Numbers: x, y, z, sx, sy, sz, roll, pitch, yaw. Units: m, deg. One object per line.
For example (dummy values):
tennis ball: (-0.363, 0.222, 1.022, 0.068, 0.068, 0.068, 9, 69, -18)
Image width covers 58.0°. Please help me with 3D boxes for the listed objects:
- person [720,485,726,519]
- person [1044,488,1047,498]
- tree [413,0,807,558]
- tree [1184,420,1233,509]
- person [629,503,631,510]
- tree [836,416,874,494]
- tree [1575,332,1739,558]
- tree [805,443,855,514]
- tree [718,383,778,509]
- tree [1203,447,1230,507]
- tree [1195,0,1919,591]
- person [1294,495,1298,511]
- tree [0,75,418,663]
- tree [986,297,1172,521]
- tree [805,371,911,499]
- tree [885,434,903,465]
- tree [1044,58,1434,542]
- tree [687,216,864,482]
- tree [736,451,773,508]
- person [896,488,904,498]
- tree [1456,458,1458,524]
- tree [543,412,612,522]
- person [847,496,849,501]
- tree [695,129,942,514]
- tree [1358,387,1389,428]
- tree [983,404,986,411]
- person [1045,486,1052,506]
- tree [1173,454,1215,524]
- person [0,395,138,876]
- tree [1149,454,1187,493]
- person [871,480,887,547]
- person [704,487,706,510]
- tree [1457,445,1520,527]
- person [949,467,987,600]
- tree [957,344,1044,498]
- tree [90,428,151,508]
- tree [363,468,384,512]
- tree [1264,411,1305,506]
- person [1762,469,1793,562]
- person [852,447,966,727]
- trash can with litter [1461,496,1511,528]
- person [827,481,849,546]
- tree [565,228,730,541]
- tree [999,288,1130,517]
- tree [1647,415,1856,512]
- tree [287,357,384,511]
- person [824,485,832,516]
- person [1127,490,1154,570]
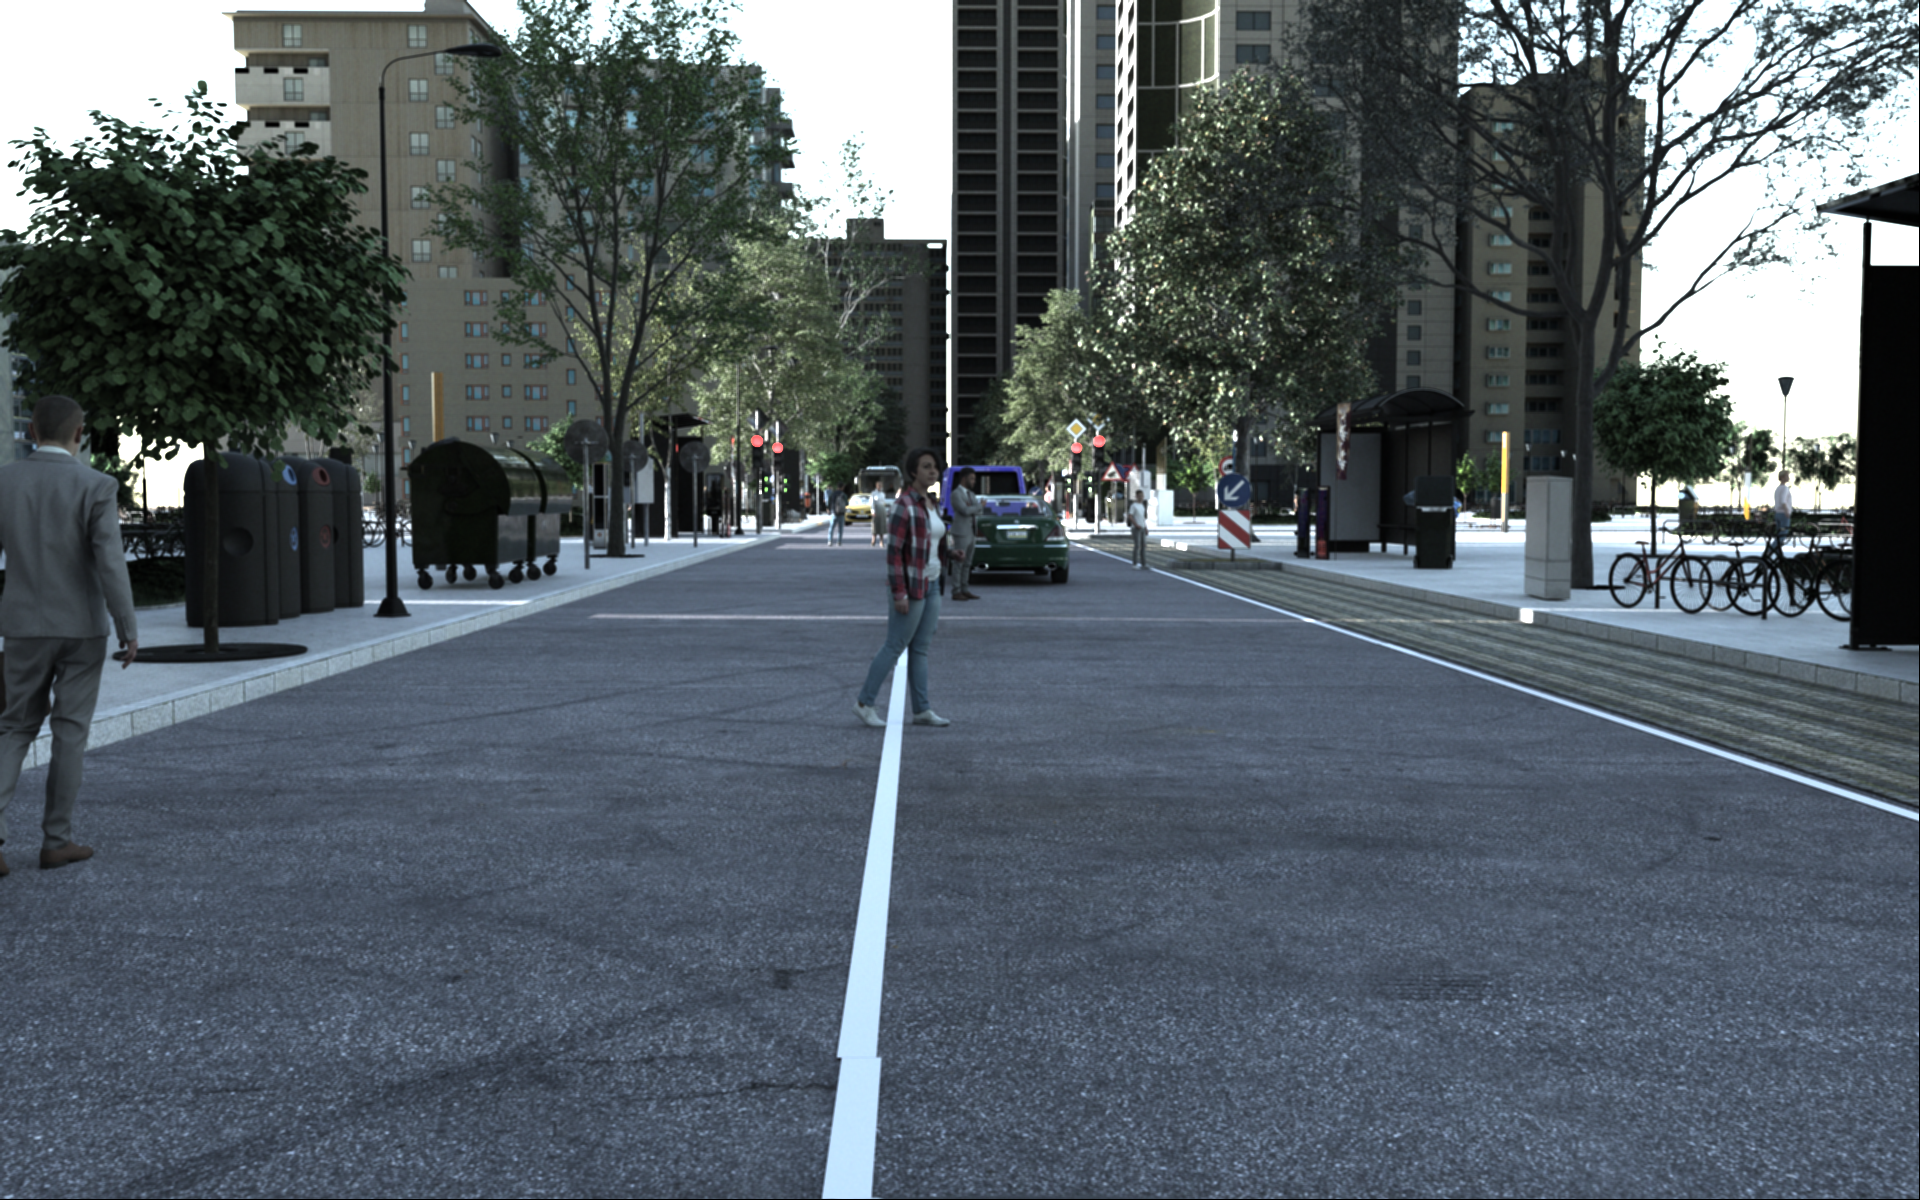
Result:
person: (-12.028, -4.937, 87.599, 0.643, 1.720, 0.563, -3, 4, -36)
person: (7.138, -8.487, 144.892, 0.705, 1.812, 1.348, 1, 4, 21)
tree: (-6.937, -6.664, 34.705, 9.928, 11.665, 9.643, 0, 3, 0)
tree: (15.058, -9.262, 101.802, 4.737, 8.622, 4.395, 0, 3, 0)
person: (-17.691, -5.349, 93.525, 0.654, 1.822, 0.581, 2, 4, 35)
tree: (-9.721, -12.616, 156.636, 4.737, 8.622, 4.395, 0, 3, 0)
tree: (14.248, -3.157, 35.330, 4.285, 4.588, 4.351, 0, 3, 0)
tree: (-8.411, -7.802, 111.273, 4.285, 4.588, 4.351, 0, 3, 0)
tree: (-13.233, -9.615, 107.574, 4.360, 8.622, 3.978, 0, 3, 0)
tree: (18.137, -8.251, 118.613, 4.285, 4.588, 4.351, 0, 3, 0)
tree: (8.555, -6.904, 23.247, 12.009, 13.543, 11.850, 0, 3, 0)
person: (19.768, -5.553, 101.508, 0.373, 1.253, 0.362, 2, 4, 30)
tree: (-5.967, -1.831, 13.645, 4.285, 4.588, 4.351, 0, 3, 0)
tree: (6.706, -8.986, 81.341, 8.767, 10.594, 7.601, 1, 4, 20)
tree: (-10.581, -16.069, 169.390, 9.857, 13.997, 8.962, 0, 3, 0)
tree: (-10.579, -16.945, 211.462, 8.767, 10.594, 7.601, 1, 4, 21)
tree: (7.545, -7.889, 45.997, 9.611, 12.733, 9.660, 0, 3, 0)
tree: (-7.618, -9.375, 71.411, 7.486, 12.596, 7.792, 0, 3, 0)
tree: (-13.959, -8.190, 117.627, 4.285, 4.588, 4.351, 0, 3, 0)
person: (-2.857, -4.714, 86.158, 0.593, 1.750, 0.643, 0, 4, -6)
tree: (22.008, -4.913, 74.929, 1.663, 3.219, 1.824, 0, 3, 0)
tree: (-15.369, -5.199, 68.710, 4.285, 4.588, 4.351, 0, 3, 0)
person: (-12.097, -11.160, 191.696, 0.799, 1.438, 0.628, -3, 5, -45)
tree: (-7.684, -14.369, 90.822, 12.611, 20.169, 13.585, 0, 3, 0)
tree: (22.102, -9.028, 97.965, 4.737, 8.622, 4.395, 0, 3, 0)
tree: (5.949, -10.646, 108.478, 8.767, 10.594, 7.601, -1, 4, -17)
person: (4.254, -4.639, 84.354, 0.388, 1.821, 0.555, -2, 4, -33)
tree: (10.385, -4.965, 75.784, 1.663, 3.219, 1.824, 0, 3, 0)
person: (-3.514, 0.118, 6.690, 0.709, 1.813, 0.853, 0, 4, -7)
tree: (16.692, -9.409, 137.550, 4.285, 4.588, 4.351, 0, 3, 0)
person: (-2.227, -2.330, 46.817, 0.478, 1.798, 0.641, -1, 4, -20)
person: (-17.234, -6.805, 117.520, 0.699, 1.804, 1.509, -1, 4, -10)
tree: (21.077, -4.526, 68.606, 1.663, 3.219, 1.824, 0, 3, 0)
person: (0.121, -0.902, 23.428, 0.466, 1.800, 0.511, 1, 4, 17)
tree: (6.210, -12.998, 129.527, 9.611, 12.733, 9.660, 0, 3, 0)
tree: (-64.442, -13.516, 122.801, 13.155, 14.587, 18.604, -2, 4, -34)
tree: (-42.496, -7.979, 125.061, 1.663, 3.219, 1.824, 0, 3, 0)
tree: (26.143, -11.354, 135.997, 4.360, 8.622, 3.978, 0, 3, 0)
person: (15.301, -1.570, 32.381, 0.598, 1.740, 0.731, 0, 4, -8)
person: (-0.307, -0.084, 10.708, 0.643, 1.720, 0.563, 2, 4, 27)
trash can with litter: (19.864, -3.320, 65.345, 2.233, 1.210, 1.678, 0, 4, -7)
person: (-3.360, -2.378, 47.731, 0.623, 1.781, 0.721, 0, 4, 0)
tree: (-8.249, -5.930, 47.314, 4.737, 8.622, 4.395, 0, 3, 0)
tree: (5.983, -10.876, 95.952, 7.486, 12.596, 7.792, 0, 3, 0)
tree: (58.068, -9.715, 121.747, 20.602, 7.101, 11.467, 2, 4, 31)
tree: (-18.484, -6.053, 49.321, 4.360, 8.622, 3.978, 0, 3, 0)
person: (-7.702, -5.836, 101.491, 0.581, 1.822, 0.654, 1, 4, 19)
person: (3.421, -1.336, 32.947, 0.523, 1.515, 0.503, 1, 4, 11)
